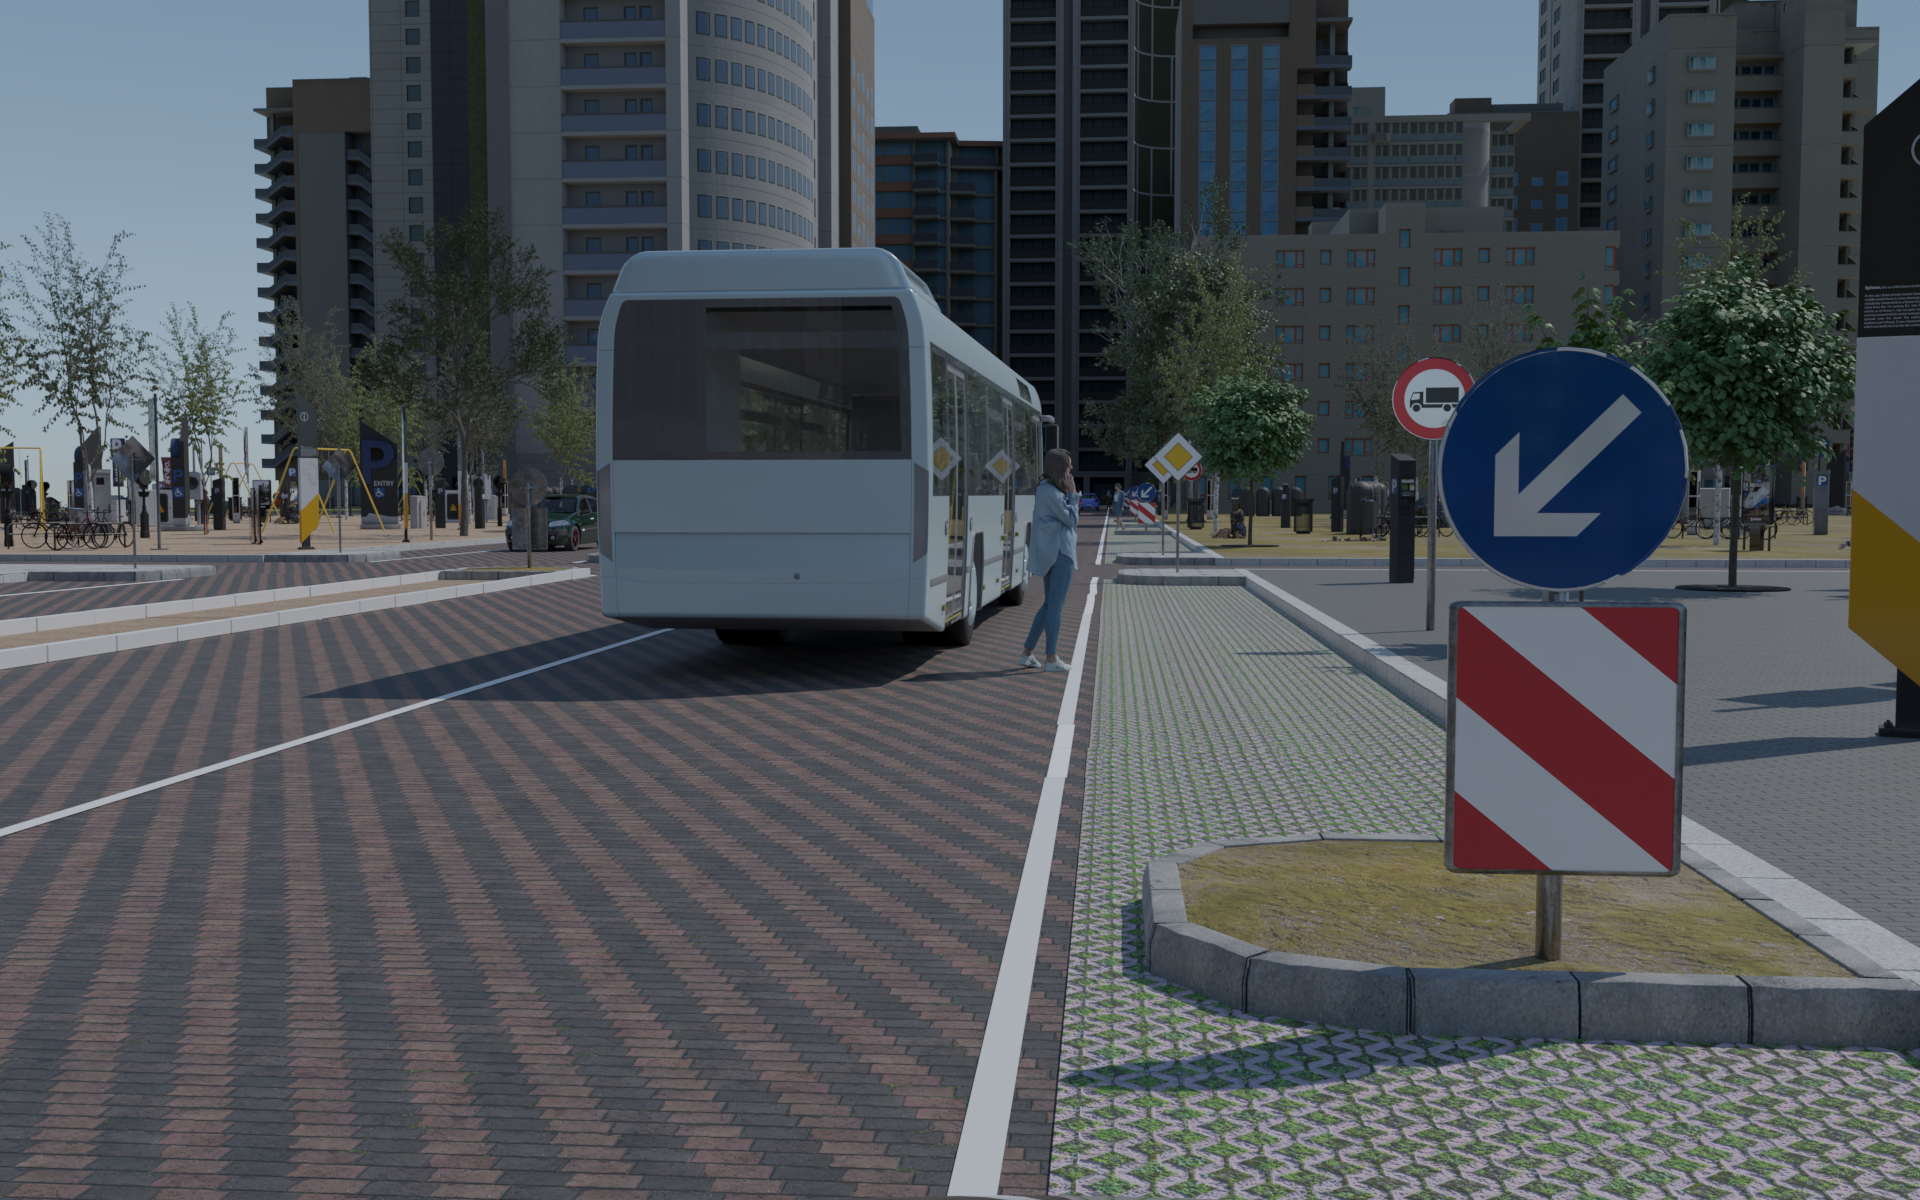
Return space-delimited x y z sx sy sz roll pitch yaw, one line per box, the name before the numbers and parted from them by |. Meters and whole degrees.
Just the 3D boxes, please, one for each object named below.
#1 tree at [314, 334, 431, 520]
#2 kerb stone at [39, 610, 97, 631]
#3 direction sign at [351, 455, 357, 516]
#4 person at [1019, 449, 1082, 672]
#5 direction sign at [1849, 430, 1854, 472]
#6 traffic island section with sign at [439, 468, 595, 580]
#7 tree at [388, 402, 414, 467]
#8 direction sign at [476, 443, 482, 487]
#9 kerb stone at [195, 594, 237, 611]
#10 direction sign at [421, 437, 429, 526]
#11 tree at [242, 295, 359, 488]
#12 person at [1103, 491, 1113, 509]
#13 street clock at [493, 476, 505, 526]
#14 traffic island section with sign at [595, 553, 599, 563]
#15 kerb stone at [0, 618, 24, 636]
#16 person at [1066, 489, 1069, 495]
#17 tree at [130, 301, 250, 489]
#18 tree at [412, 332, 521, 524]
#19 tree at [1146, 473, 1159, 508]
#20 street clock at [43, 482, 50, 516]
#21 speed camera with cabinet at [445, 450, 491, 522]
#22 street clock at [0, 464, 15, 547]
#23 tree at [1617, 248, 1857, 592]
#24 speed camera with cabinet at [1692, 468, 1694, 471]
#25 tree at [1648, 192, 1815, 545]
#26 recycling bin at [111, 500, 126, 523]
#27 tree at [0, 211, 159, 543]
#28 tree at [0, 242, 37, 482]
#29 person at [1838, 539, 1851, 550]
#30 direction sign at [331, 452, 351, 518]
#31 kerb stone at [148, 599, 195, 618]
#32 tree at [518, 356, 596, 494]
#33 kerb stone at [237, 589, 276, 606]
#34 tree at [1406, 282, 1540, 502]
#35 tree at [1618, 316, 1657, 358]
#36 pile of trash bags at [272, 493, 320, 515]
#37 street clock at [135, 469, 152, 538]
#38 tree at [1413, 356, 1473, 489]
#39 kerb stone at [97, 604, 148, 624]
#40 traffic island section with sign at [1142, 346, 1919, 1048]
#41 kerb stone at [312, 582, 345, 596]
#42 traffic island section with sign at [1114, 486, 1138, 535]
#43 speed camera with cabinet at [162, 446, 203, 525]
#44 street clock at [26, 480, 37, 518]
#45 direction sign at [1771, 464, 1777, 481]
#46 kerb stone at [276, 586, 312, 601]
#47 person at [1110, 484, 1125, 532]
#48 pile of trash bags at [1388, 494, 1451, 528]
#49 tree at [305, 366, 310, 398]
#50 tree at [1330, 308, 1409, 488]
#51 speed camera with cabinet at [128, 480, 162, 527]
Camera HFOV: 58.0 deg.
tree | -25.817 -7.855 78.796 4.737 8.622 4.395 0 3 0
kerb stone | -9.579 0.231 18.464 0.120 0.150 1.000 0 4 5
direction sign | -36.559 -6.831 103.676 0.379 3.537 0.876 1 4 18
person | 0.725 -0.320 14.003 0.793 1.790 0.793 -3 5 -43
direction sign | 31.693 -4.208 60.801 0.876 3.537 0.379 1 4 23
traffic island section with sign | -7.550 -1.308 29.523 2.006 1.907 1.989 0 4 5
tree | -31.766 -9.308 102.548 4.360 8.622 3.978 0 3 0
direction sign | -21.359 -5.194 76.917 0.379 3.537 0.876 -2 4 -29
kerb stone | -9.319 0.048 21.519 0.120 0.150 1.000 0 4 5
direction sign | -21.462 -4.726 69.266 0.379 3.537 0.876 -1 4 -23
tree | -24.049 -6.935 63.753 4.360 8.622 3.978 0 3 0
person | 13.847 -9.349 162.080 1.217 1.736 0.721 -3 4 -37
street clock | -18.235 -3.915 68.581 0.471 2.002 0.358 -1 4 -18
traffic island section with sign | -6.895 -1.759 36.902 2.006 1.907 1.989 0 4 5
kerb stone | -9.670 0.291 17.437 0.120 0.150 1.000 0 4 5
person | 5.893 -5.259 94.587 0.391 1.810 0.635 -1 4 -18
tree | -28.808 -7.044 65.539 4.737 8.622 4.395 0 3 0
tree | -20.653 -7.491 72.841 4.360 8.622 3.978 0 3 0
tree | 19.068 -10.970 173.963 1.663 3.219 1.824 0 3 0
street clock | -53.306 -5.895 100.957 0.471 2.002 0.358 0 4 8
speed camera with cabinet | -22.242 -5.129 78.187 2.038 3.252 0.660 1 4 13
street clock | -23.128 -2.293 42.064 0.358 2.002 0.471 -1 4 -21
tree | 10.436 -2.410 23.122 4.285 4.588 4.351 0 3 0
speed camera with cabinet | 42.447 -6.542 101.305 0.660 3.252 2.038 0 4 8
tree | 19.217 -5.693 43.443 4.737 8.622 4.395 0 3 0
recycling bin | -38.015 -3.992 77.830 0.722 1.027 0.722 0 4 6
tree | -22.856 -5.796 45.130 4.360 8.622 3.978 0 3 0
tree | -27.211 -5.923 47.199 4.737 8.622 4.395 0 3 0
person | 16.922 -1.103 32.027 0.738 1.151 1.012 -3 4 -36
direction sign | -33.582 -6.212 93.569 0.876 3.537 0.379 1 4 21
kerb stone | -9.403 0.106 20.500 0.120 0.150 1.000 0 4 5
tree | -20.059 -8.356 86.983 4.737 8.622 4.395 0 3 0
kerb stone | -9.228 -0.020 22.536 0.120 0.150 1.000 0 4 5
tree | 18.077 -6.671 59.439 4.360 8.622 3.978 0 3 0
tree | 27.716 -7.343 70.415 4.360 8.622 3.978 0 3 0
pile of trash bags | -41.718 -6.031 108.359 3.447 1.369 1.912 2 4 27
street clock | -23.732 -2.802 50.375 0.358 2.002 0.471 2 4 24
tree | 25.779 -8.690 92.447 4.737 8.622 4.395 0 3 0
kerb stone | -9.499 0.166 19.482 0.120 0.150 1.000 0 4 5
traffic island section with sign | 1.587 0.193 5.467 1.989 1.847 2.006 0 4 5
kerb stone | -9.037 -0.141 24.575 0.120 0.150 1.000 0 4 5
traffic island section with sign | 6.436 -3.198 60.918 1.989 1.847 2.006 0 4 5
speed camera with cabinet | -32.262 -4.703 71.232 2.038 3.252 0.660 -1 4 -11
street clock | -47.192 -5.108 88.083 0.471 2.002 0.358 -3 5 -44
direction sign | 48.002 -6.762 102.562 0.876 3.537 0.379 -2 4 -24
kerb stone | -9.137 -0.083 23.554 0.120 0.150 1.000 0 4 5
person | 5.929 -3.417 64.395 0.654 1.822 0.581 -2 4 -28
pile of trash bags | 16.881 -3.418 65.630 3.447 1.369 1.912 -2 4 -24
tree | -30.546 -8.340 86.716 4.737 8.622 4.395 0 3 0
tree | 16.951 -7.282 69.420 4.360 8.622 3.978 0 3 0
speed camera with cabinet | -32.413 -4.546 68.665 0.660 3.252 2.038 -3 4 -39
